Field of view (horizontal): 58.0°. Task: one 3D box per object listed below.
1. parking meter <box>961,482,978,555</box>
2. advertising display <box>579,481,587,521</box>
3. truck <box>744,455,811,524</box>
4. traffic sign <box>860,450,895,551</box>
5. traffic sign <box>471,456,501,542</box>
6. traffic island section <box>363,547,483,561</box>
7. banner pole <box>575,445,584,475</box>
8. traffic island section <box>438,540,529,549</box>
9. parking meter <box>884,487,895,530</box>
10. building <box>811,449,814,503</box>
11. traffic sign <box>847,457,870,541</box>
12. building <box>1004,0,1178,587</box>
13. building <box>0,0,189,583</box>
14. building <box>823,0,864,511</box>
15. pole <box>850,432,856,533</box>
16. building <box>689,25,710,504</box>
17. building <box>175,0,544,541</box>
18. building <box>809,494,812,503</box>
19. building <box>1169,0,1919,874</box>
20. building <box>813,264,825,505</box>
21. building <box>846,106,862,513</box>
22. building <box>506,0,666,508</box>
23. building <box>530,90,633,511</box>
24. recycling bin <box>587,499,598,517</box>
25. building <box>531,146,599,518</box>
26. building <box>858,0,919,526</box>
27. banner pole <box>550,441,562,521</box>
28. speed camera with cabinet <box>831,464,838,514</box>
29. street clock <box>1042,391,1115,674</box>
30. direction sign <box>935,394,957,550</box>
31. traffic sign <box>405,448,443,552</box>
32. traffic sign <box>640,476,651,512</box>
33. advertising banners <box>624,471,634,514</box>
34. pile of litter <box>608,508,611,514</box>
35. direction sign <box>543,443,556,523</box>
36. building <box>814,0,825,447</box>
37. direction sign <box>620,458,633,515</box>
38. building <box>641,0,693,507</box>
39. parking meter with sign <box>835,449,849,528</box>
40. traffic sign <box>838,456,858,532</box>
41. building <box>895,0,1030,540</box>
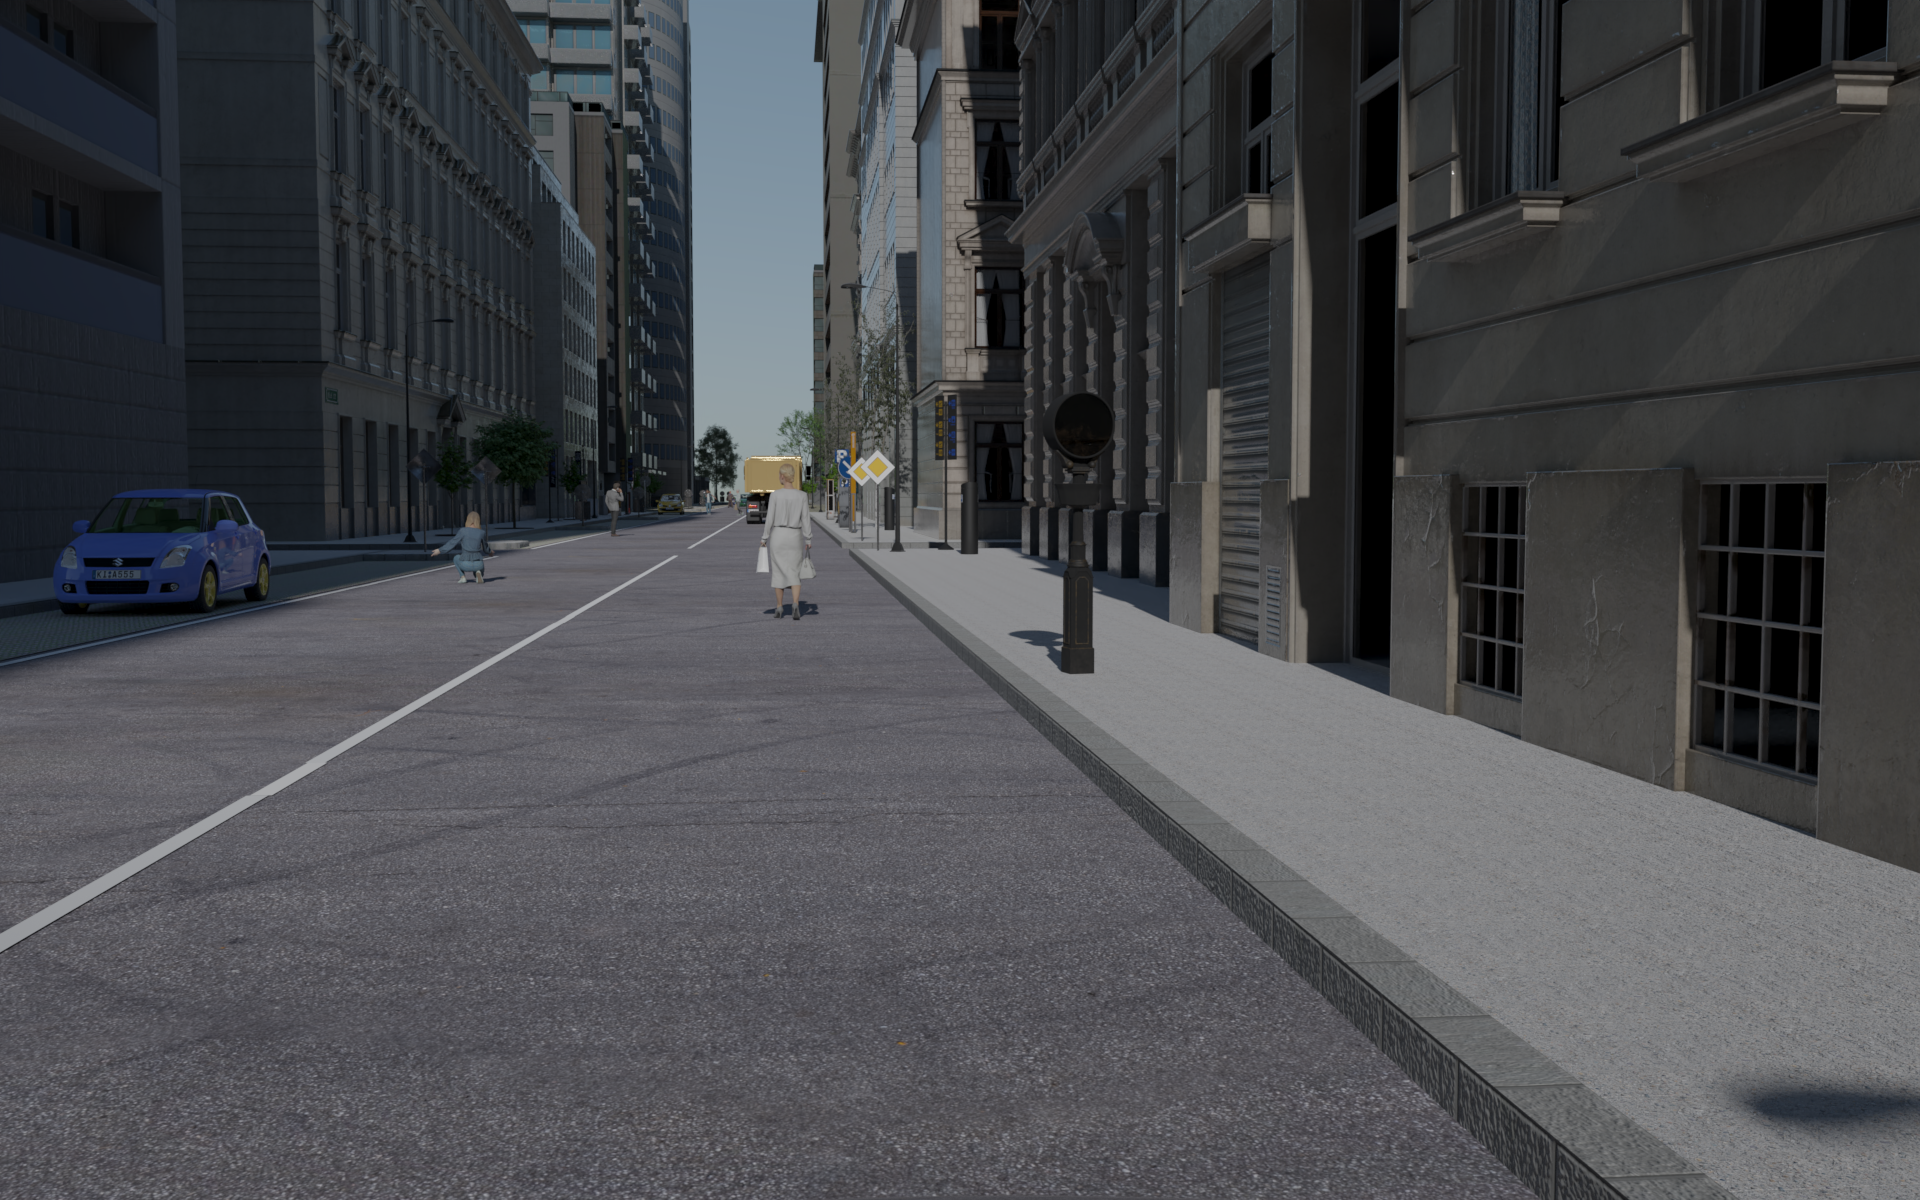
[{"bbox_3d":[0.203,-1.741,36.883,0.372,1.533,0.369,0,3,0],"label":"parking meter"},{"bbox_3d":[-17.999,-4.740,82.709,0.123,1.923,0.974,0,4,5],"label":"advertising display"},{"bbox_3d":[-9.150,-5.497,85.800,3.469,3.379,9.791,0,4,-4],"label":"truck"},{"bbox_3d":[-1.861,-2.173,39.174,0.795,2.450,0.064,0,4,-6],"label":"traffic sign"},{"bbox_3d":[-12.616,-2.599,46.129,0.795,2.450,0.064,0,4,-6],"label":"traffic sign"},{"bbox_3d":[-11.829,-0.976,38.245,2.009,0.180,2.903,0,4,-6],"label":"traffic island section"},{"bbox_3d":[-19.292,-5.994,88.021,0.863,3.779,0.401,3,4,36],"label":"banner pole"},{"bbox_3d":[-12.639,-1.462,46.189,2.009,0.180,2.903,0,4,-6],"label":"traffic island section"},{"bbox_3d":[-2.492,-3.231,61.245,0.372,1.533,0.369,0,3,0],"label":"parking meter"},{"bbox_3d":[-9.367,-56.735,240.293,22.319,86.520,31.000,0,4,-6],"label":"building"},{"bbox_3d":[-2.671,-2.659,47.118,0.795,2.450,0.064,0,4,-6],"label":"traffic sign"},{"bbox_3d":[7.027,-12.167,27.816,11.050,23.489,19.941,0,4,-6],"label":"building"},{"bbox_3d":[-28.052,-29.551,25.153,28.212,58.520,21.231,0,4,-6],"label":"building"},{"bbox_3d":[-0.365,-31.794,143.531,21.300,48.544,21.600,0,4,-6],"label":"building"},{"bbox_3d":[-3.507,-3.854,56.848,0.158,3.312,0.155,0,3,0],"label":"pole"},{"bbox_3d":[-48.030,-50.109,257.531,20.563,71.187,20.611,0,4,-6],"label":"building"},{"bbox_3d":[-27.240,-17.750,66.628,17.030,29.872,44.131,0,4,-6],"label":"building"},{"bbox_3d":[-7.807,-35.325,269.451,32.217,40.220,23.993,0,4,-6],"label":"building"},{"bbox_3d":[10.748,-10.388,3.128,16.112,22.955,30.059,0,4,-6],"label":"building"},{"bbox_3d":[-11.519,-27.347,218.825,14.160,30.474,14.107,0,4,-6],"label":"building"},{"bbox_3d":[0.077,-19.752,110.329,14.401,28.519,23.554,0,4,-6],"label":"building"},{"bbox_3d":[-38.114,-32.378,148.983,23.786,49.044,30.456,0,4,-6],"label":"building"},{"bbox_3d":[-31.981,-21.756,127.419,14.160,30.474,14.107,0,4,-6],"label":"building"},{"bbox_3d":[-20.744,-5.170,97.081,0.722,1.027,0.722,-3,4,-38],"label":"recycling bin"},{"bbox_3d":[-26.818,-14.902,98.403,10.420,20.320,16.860,0,4,-6],"label":"building"},{"bbox_3d":[1.333,-18.690,83.082,11.434,29.767,29.804,0,4,-6],"label":"building"},{"bbox_3d":[-19.209,-5.633,82.121,0.863,3.779,0.401,3,5,42],"label":"banner pole"},{"bbox_3d":[-8.318,-7.270,113.201,0.660,3.252,2.038,0,4,6],"label":"speed camera with cabinet"},{"bbox_3d":[0.845,-0.477,12.371,0.471,2.002,0.358,-1,4,-17],"label":"street clock"},{"bbox_3d":[-0.323,-2.920,39.739,0.379,3.537,0.876,-2,4,-33],"label":"direction sign"},{"bbox_3d":[-11.806,-2.113,38.185,0.795,2.450,0.064,0,4,-6],"label":"traffic sign"},{"bbox_3d":[-21.901,-7.365,120.520,0.768,2.556,0.104,0,4,1],"label":"traffic sign"},{"bbox_3d":[-21.508,-7.121,112.617,0.090,3.025,2.074,-2,4,-26],"label":"advertising banners"},{"bbox_3d":[-23.758,-6.232,115.859,1.176,0.858,1.719,0,4,-7],"label":"pile of litter"},{"bbox_3d":[-18.354,-5.226,77.442,0.379,3.537,0.876,1,4,23],"label":"direction sign"},{"bbox_3d":[-0.746,-36.350,183.563,28.713,52.752,27.495,0,4,-6],"label":"building"},{"bbox_3d":[-20.717,-7.069,107.580,0.876,3.537,0.379,-3,4,-37],"label":"direction sign"},{"bbox_3d":[-39.033,-38.916,178.280,21.231,58.520,28.212,0,4,-6],"label":"building"},{"bbox_3d":[-4.490,-4.301,66.580,0.543,3.016,1.738,0,4,-7],"label":"parking meter with sign"},{"bbox_3d":[-3.712,-3.560,58.311,0.768,2.556,0.104,0,4,-1],"label":"traffic sign"},{"bbox_3d":[7.954,-11.561,53.648,19.286,19.102,10.561,0,4,-6],"label":"building"}]
